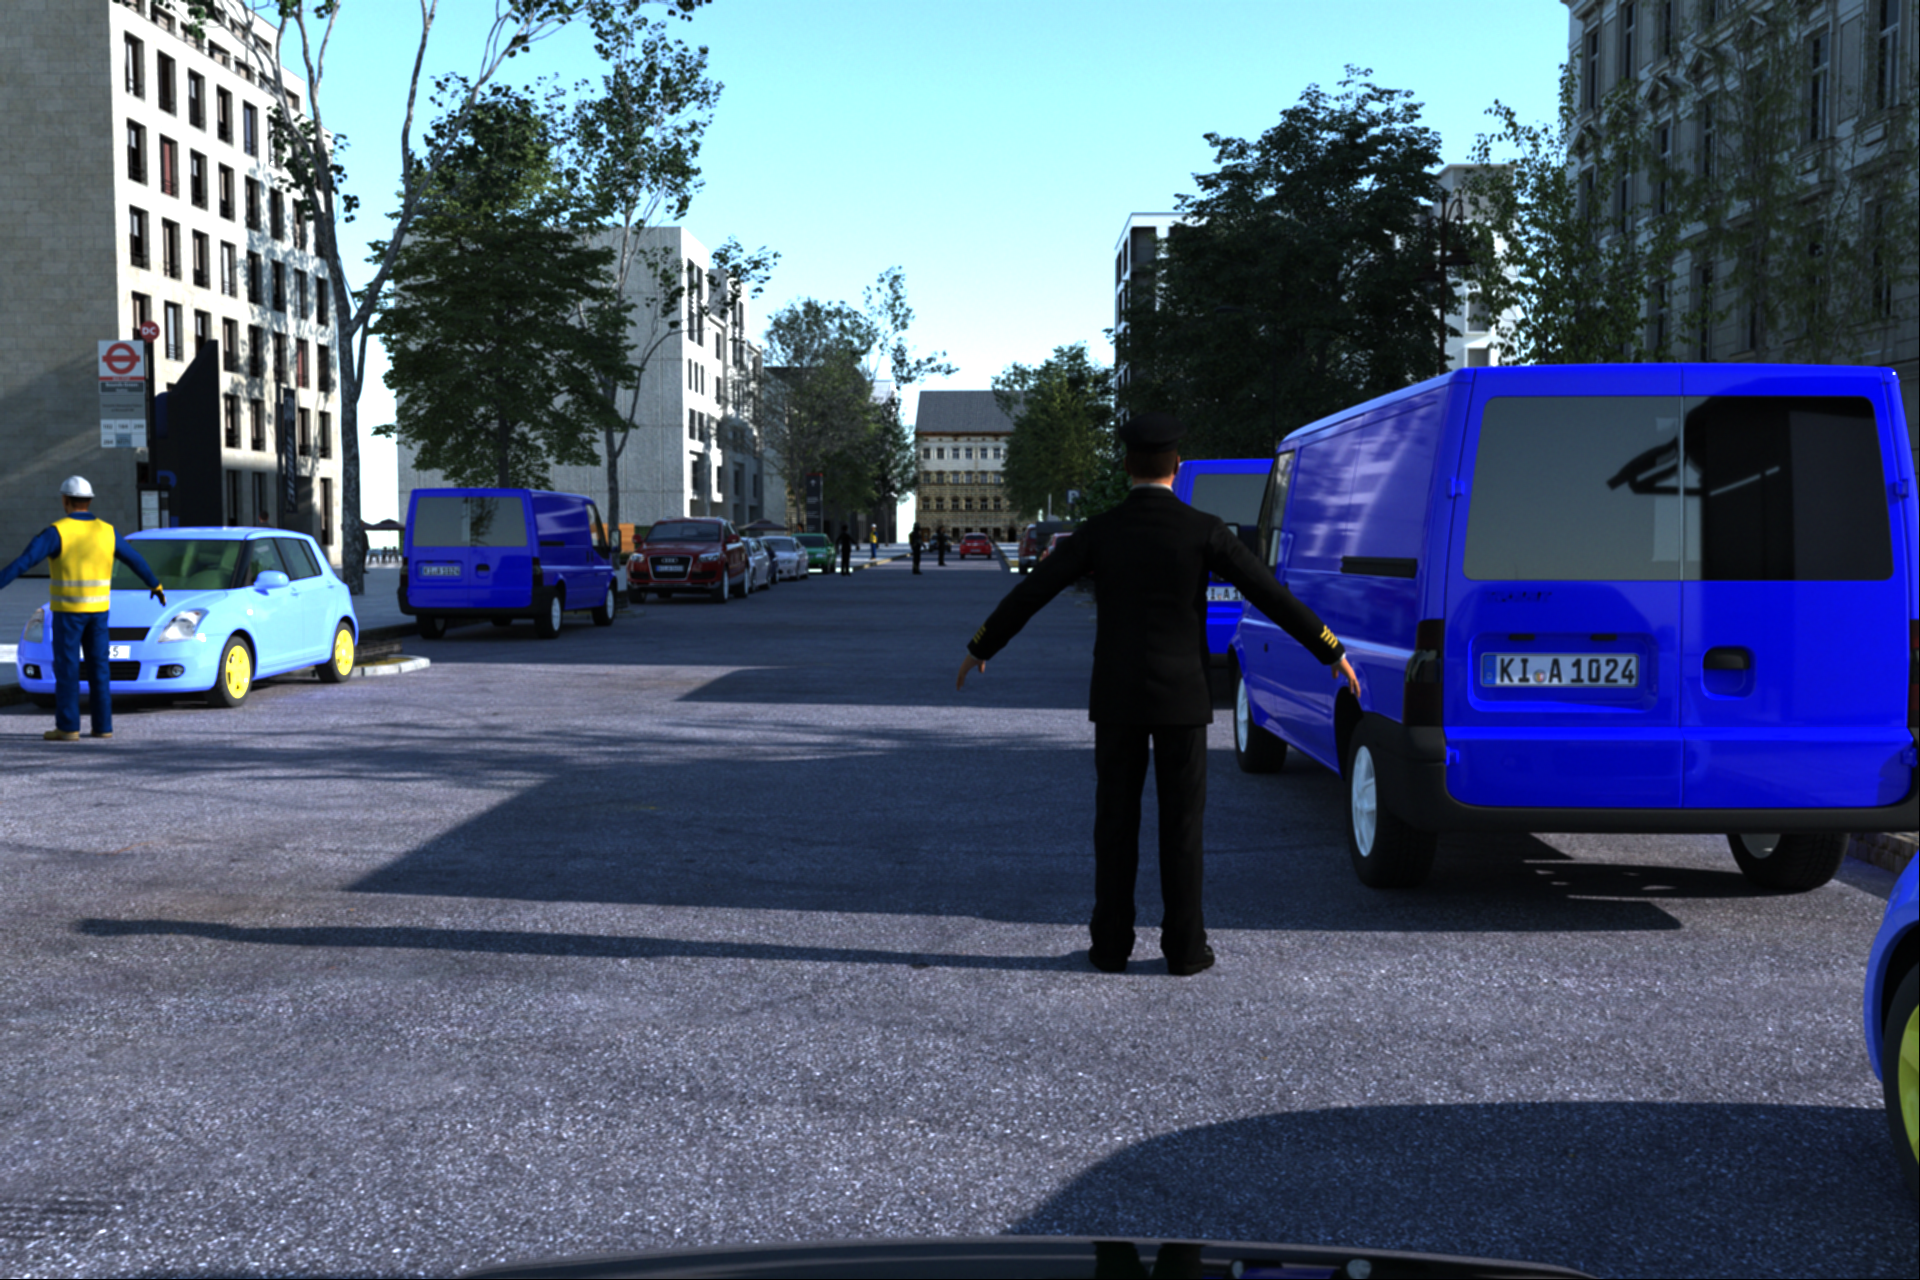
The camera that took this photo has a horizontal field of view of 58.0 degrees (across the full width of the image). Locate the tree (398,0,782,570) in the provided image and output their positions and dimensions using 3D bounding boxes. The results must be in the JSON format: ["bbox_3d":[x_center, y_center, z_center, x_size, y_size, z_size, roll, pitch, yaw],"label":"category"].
[{"bbox_3d":[-12.589,-12.454,59.513,12.611,20.169,13.585,0,3,0],"label":"tree"}]

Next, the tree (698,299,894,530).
[{"bbox_3d":[-8.507,-11.061,91.214,12.009,13.543,11.850,0,3,0],"label":"tree"}]

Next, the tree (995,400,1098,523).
[{"bbox_3d":[7.596,-15.236,155.766,9.857,13.997,8.962,0,3,0],"label":"tree"}]

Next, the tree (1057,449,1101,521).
[{"bbox_3d":[7.194,-10.165,116.558,4.360,8.622,3.978,0,3,0],"label":"tree"}]

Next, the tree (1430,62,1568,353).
[{"bbox_3d":[24.541,-13.040,69.086,12.611,20.169,13.585,0,3,0],"label":"tree"}]

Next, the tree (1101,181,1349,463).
[{"bbox_3d":[9.828,-9.653,64.482,9.857,13.997,8.962,0,3,0],"label":"tree"}]

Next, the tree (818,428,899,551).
[{"bbox_3d":[-8.277,-12.226,134.304,7.601,10.594,8.767,-2,4,-32],"label":"tree"}]

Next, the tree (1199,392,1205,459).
[{"bbox_3d":[11.119,-7.615,74.869,4.360,8.622,3.978,0,3,0],"label":"tree"}]

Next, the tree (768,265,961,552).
[{"bbox_3d":[-6.807,-16.274,121.962,12.611,20.169,13.585,0,3,0],"label":"tree"}]

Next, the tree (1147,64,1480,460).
[{"bbox_3d":[9.639,-8.694,48.805,9.857,13.997,8.962,0,3,0],"label":"tree"}]

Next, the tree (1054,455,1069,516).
[{"bbox_3d":[8.260,-12.028,147.016,4.360,8.622,3.978,0,3,0],"label":"tree"}]

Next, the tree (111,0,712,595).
[{"bbox_3d":[-11.442,-10.963,35.141,12.611,20.169,13.585,0,3,0],"label":"tree"}]

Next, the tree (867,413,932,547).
[{"bbox_3d":[-7.265,-15.831,169.198,12.009,13.543,11.850,0,3,0],"label":"tree"}]

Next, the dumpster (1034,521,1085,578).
[{"bbox_3d":[3.380,-2.988,57.062,1.865,1.857,1.264,0,4,1],"label":"dumpster"}]

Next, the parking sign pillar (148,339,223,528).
[{"bbox_3d":[-10.470,-2.139,23.442,1.447,3.967,1.447,0,4,0],"label":"parking sign pillar"}]

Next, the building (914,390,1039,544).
[{"bbox_3d":[2.911,-26.251,262.596,18.063,23.208,19.493,0,4,3],"label":"building"}]

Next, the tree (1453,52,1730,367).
[{"bbox_3d":[9.697,-4.726,27.635,4.737,8.622,4.395,0,3,0],"label":"tree"}]

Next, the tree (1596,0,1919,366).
[{"bbox_3d":[8.821,-4.216,19.299,4.360,8.622,3.978,0,3,0],"label":"tree"}]

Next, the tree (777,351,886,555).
[{"bbox_3d":[-7.970,-11.573,107.338,7.486,12.596,7.792,0,3,0],"label":"tree"}]

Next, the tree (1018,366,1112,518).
[{"bbox_3d":[4.740,-7.630,75.120,4.737,8.622,4.395,0,3,0],"label":"tree"}]

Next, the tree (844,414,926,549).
[{"bbox_3d":[-7.035,-13.453,145.705,9.928,11.665,9.643,0,3,0],"label":"tree"}]

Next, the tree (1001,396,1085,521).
[{"bbox_3d":[6.930,-13.444,137.943,7.486,12.596,7.792,0,3,0],"label":"tree"}]

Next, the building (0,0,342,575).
[{"bbox_3d":[-29.192,-12.483,57.984,10.420,20.400,16.860,0,4,1],"label":"building"}]

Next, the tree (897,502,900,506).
[{"bbox_3d":[-10.693,-19.174,263.859,4.360,8.622,3.978,0,3,0],"label":"tree"}]

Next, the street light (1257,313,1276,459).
[{"bbox_3d":[6.968,-3.851,35.505,1.470,5.913,1.316,0,4,1],"label":"street light"}]

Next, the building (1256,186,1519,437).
[{"bbox_3d":[22.467,-14.947,100.805,16.016,20.090,11.380,0,4,1],"label":"building"}]

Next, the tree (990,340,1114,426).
[{"bbox_3d":[9.599,-19.131,168.687,12.611,20.169,13.585,0,3,0],"label":"tree"}]

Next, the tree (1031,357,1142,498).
[{"bbox_3d":[7.384,-9.553,90.599,8.767,10.594,7.601,1,4,18],"label":"tree"}]

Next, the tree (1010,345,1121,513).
[{"bbox_3d":[6.454,-11.416,104.772,7.486,12.596,7.792,0,3,0],"label":"tree"}]

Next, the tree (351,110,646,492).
[{"bbox_3d":[-12.310,-7.855,46.554,7.486,12.596,7.792,0,3,0],"label":"tree"}]

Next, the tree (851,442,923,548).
[{"bbox_3d":[-7.353,-13.526,155.558,8.767,10.594,7.601,0,4,5],"label":"tree"}]

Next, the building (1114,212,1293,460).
[{"bbox_3d":[25.039,-17.281,126.519,27.936,21.610,32.646,0,4,1],"label":"building"}]

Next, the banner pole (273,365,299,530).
[{"bbox_3d":[-10.121,-2.204,26.048,0.401,3.779,0.863,0,4,1],"label":"banner pole"}]

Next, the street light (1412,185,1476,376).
[{"bbox_3d":[6.506,-3.098,23.448,0.468,5.910,1.993,0,4,1],"label":"street light"}]

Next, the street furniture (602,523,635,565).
[{"bbox_3d":[-15.257,-4.022,72.610,11.010,1.723,9.812,-2,4,-30],"label":"street furniture"}]

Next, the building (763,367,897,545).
[{"bbox_3d":[-23.000,-23.463,227.587,27.936,21.610,32.646,0,4,1],"label":"building"}]

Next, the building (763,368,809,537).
[{"bbox_3d":[-27.035,-21.904,189.057,19.493,23.208,18.063,0,4,2],"label":"building"}]
